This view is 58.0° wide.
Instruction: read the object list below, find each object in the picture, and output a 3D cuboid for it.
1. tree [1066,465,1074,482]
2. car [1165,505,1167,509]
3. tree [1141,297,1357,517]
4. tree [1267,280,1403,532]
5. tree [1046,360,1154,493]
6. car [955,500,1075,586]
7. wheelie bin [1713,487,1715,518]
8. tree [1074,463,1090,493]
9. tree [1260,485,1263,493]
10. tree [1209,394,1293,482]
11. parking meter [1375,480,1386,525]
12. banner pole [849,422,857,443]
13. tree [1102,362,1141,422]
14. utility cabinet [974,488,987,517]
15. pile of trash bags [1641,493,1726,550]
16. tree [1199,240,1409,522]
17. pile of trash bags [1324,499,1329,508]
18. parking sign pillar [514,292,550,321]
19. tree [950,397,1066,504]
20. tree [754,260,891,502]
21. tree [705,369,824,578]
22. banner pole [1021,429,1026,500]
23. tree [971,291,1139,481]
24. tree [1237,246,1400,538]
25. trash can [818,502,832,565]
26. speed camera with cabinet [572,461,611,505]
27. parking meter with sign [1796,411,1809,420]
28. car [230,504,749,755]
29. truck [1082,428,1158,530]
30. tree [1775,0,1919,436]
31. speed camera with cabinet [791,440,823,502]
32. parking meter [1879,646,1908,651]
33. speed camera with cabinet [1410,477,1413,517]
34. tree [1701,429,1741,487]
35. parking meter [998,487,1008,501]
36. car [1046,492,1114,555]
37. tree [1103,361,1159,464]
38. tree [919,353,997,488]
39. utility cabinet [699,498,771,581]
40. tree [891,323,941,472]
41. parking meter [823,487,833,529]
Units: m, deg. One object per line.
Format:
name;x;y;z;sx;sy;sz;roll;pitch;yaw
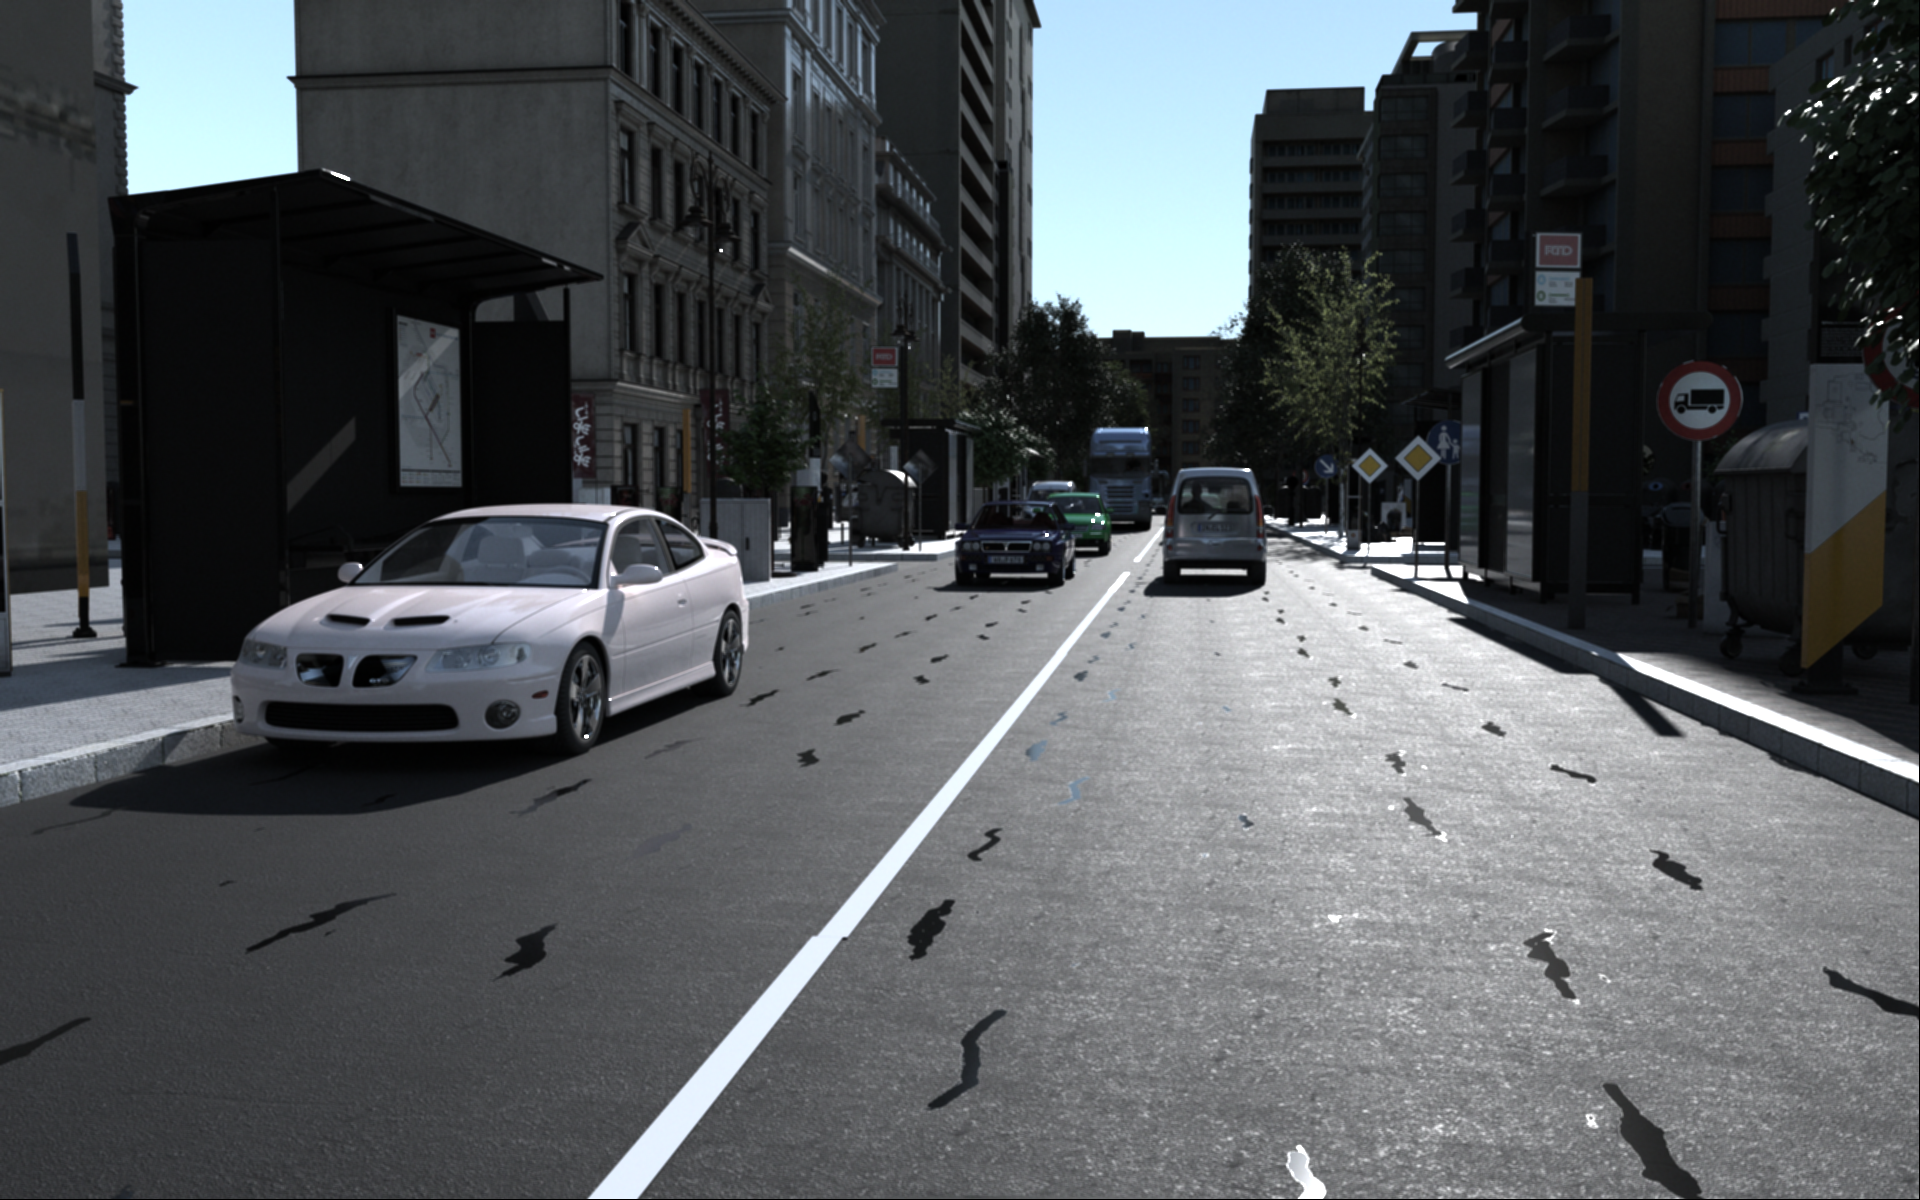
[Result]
tree;2.800;-5.865;79.605;4.285;4.588;4.351;0;3;0
car;7.079;-2.635;51.878;1.959;1.807;4.718;0;4;8
tree;17.577;-11.303;95.176;12.009;13.543;11.850;0;3;0
tree;12.764;-6.637;58.877;4.737;8.622;4.395;0;3;0
tree;8.257;-10.833;111.529;8.767;10.594;7.601;0;4;3
car;0.949;-0.970;28.441;1.945;1.354;3.894;0;4;7
wheelie bin;21.859;-2.557;49.717;0.693;1.594;0.980;3;5;40
tree;8.474;-8.460;122.031;4.285;4.588;4.351;0;3;0
tree;25.500;-9.443;148.992;1.663;3.219;1.824;0;3;0
tree;24.378;-13.195;141.492;9.928;11.665;9.643;0;3;0
parking meter;17.242;-3.999;71.099;0.399;1.863;0.255;-1;4;-16
banner pole;-3.671;-4.295;60.243;0.401;3.779;0.863;-2;4;-30
tree;14.812;-15.213;159.105;12.009;13.543;11.850;0;3;0
utility cabinet;0.422;-3.465;65.324;1.173;1.500;0.318;1;4;16
pile of trash bags;16.315;-1.848;39.975;3.447;1.369;1.912;1;4;17
tree;15.483;-9.867;78.332;9.611;12.733;9.660;0;3;0
pile of trash bags;20.652;-5.134;93.692;1.912;1.369;3.447;0;4;1
parking sign pillar;-5.055;-1.935;20.112;1.447;3.967;1.447;-2;4;-29
tree;0.822;-4.602;58.957;4.285;4.588;4.351;0;3;0
tree;-4.514;-6.405;55.090;4.737;8.622;4.395;0;3;0
tree;-3.116;-1.984;27.047;1.663;3.219;1.824;0;3;0
banner pole;2.439;-4.682;66.564;0.401;3.779;0.863;1;4;15
tree;5.409;-11.078;98.138;9.611;12.733;9.660;0;3;0
tree;10.970;-6.128;50.557;4.360;8.622;3.978;0;3;0
trash can;-2.695;-1.209;31.415;0.748;1.137;0.748;0;3;0
speed camera with cabinet;-10.039;-3.178;46.293;2.038;3.252;0.660;2;4;35
parking meter with sign;18.543;-2.465;36.561;1.738;3.016;0.543;-1;4;-14
car;-2.736;0.076;11.127;2.083;1.381;4.827;1;4;9
truck;7.155;-5.282;76.123;2.967;4.110;18.799;0;4;6
tree;5.610;-1.498;8.199;4.285;4.588;4.351;0;3;0
speed camera with cabinet;-5.351;-4.052;60.589;0.660;3.252;2.038;-1;4;-22
parking meter;7.652;-0.523;14.266;0.399;1.863;0.255;1;4;18
speed camera with cabinet;25.415;-6.261;96.706;0.660;3.252;2.038;3;5;41
tree;22.847;-3.463;51.218;1.663;3.219;1.824;0;3;0
parking meter;1.653;-3.554;66.518;0.372;1.533;0.369;0;3;0
car;2.774;-2.039;42.128;1.959;1.807;4.718;0;4;6
tree;13.160;-13.986;146.791;7.486;12.596;7.792;0;3;0
tree;-0.133;-8.521;89.677;4.360;8.622;3.978;0;3;0
utility cabinet;-3.314;-0.882;25.578;1.020;1.237;0.306;0;4;0
tree;-2.542;-7.436;71.945;4.737;8.622;4.395;0;3;0
parking meter;-4.876;-3.389;63.816;0.372;1.533;0.369;0;3;0
